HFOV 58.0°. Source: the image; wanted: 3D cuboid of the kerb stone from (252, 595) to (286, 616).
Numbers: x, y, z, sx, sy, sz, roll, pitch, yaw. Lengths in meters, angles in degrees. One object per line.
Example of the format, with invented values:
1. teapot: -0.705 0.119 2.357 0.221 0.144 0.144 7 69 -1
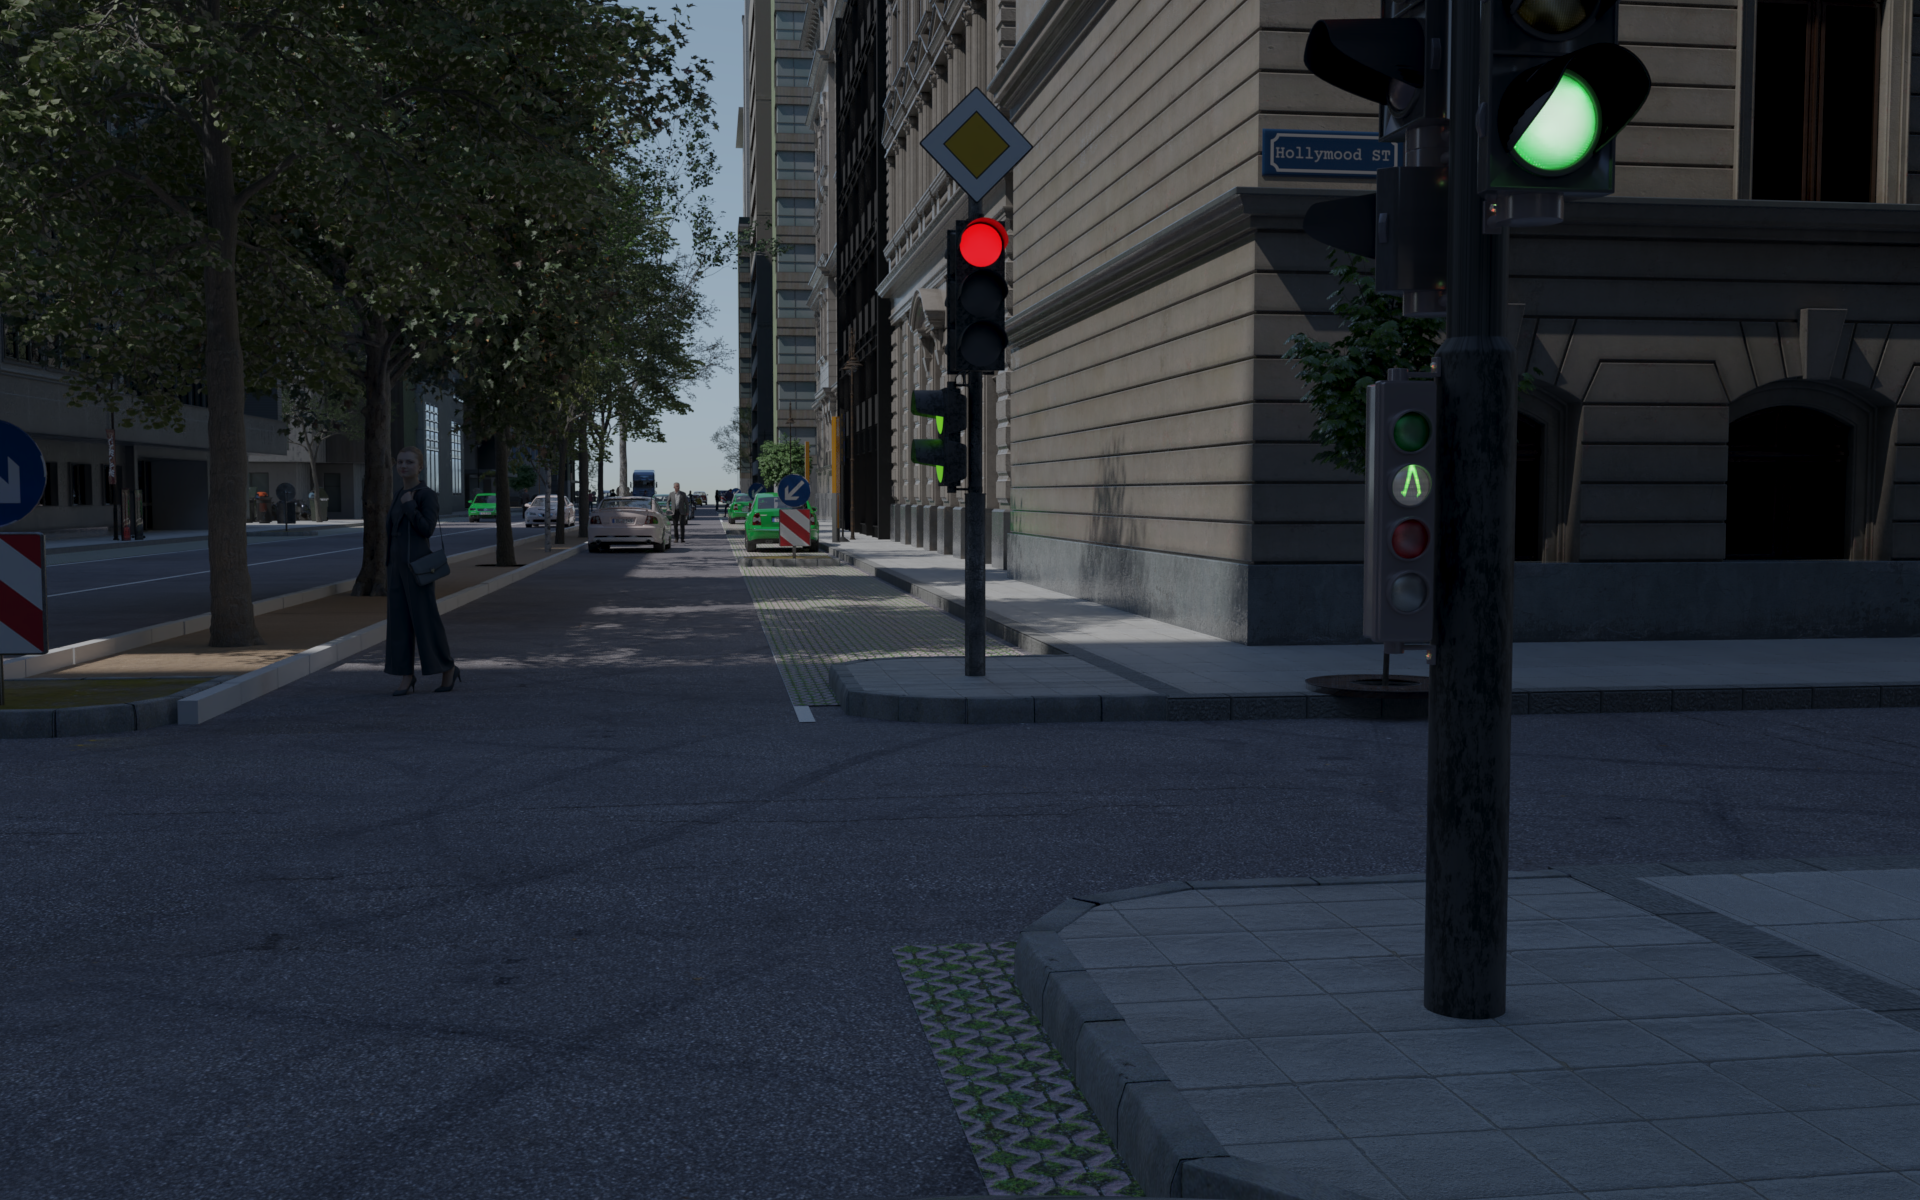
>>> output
1. kerb stone: -8.414 0.072 21.048 0.120 0.150 1.000 -1 4 -8

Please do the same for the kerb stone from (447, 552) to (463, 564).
1. kerb stone: -10.607 -0.862 36.297 0.120 0.150 1.000 -1 4 -8

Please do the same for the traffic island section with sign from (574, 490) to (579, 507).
1. traffic island section with sign: -42.069 -11.135 190.678 1.989 1.847 2.006 -1 4 -8

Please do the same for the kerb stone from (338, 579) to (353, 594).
1. kerb stone: -8.999 -0.178 25.113 0.120 0.150 1.000 -1 4 -8

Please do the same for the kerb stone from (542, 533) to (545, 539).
1. kerb stone: -13.242 -1.978 54.570 0.120 0.150 1.000 -1 4 -8

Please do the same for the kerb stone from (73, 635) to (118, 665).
1. kerb stone: -7.529 0.442 14.962 0.120 0.150 1.000 -1 4 -8

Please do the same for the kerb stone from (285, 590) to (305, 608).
1. kerb stone: -8.557 0.008 22.068 0.120 0.150 1.000 -1 4 -8

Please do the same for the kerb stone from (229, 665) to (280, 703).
1. kerb stone: -5.023 0.607 12.274 0.120 0.150 1.000 -1 4 -8

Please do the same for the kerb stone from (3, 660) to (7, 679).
1. kerb stone: -7.239 0.567 12.931 0.120 0.150 1.000 -1 4 -8

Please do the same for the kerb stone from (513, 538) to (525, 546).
1. kerb stone: -12.365 -1.604 48.486 0.120 0.150 1.000 -1 4 -8

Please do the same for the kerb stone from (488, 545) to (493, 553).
1. kerb stone: -11.349 -1.174 41.383 0.120 0.150 1.000 -1 4 -8

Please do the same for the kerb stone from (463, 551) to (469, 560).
1. kerb stone: -10.757 -0.925 37.315 0.120 0.150 1.000 -1 4 -8

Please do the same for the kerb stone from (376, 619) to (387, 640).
1. kerb stone: -5.756 0.297 17.341 0.120 0.150 1.000 -1 4 -8

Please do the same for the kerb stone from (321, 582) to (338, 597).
1. kerb stone: -8.856 -0.116 24.095 0.120 0.150 1.000 -1 4 -8

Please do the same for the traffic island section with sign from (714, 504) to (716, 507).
1. traffic island section with sign: -18.292 -7.879 137.448 1.989 1.847 2.006 -1 4 -8

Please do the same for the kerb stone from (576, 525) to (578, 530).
1. kerb stone: -15.152 -2.786 67.778 0.120 0.150 1.000 -1 4 -8

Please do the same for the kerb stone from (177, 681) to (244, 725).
1. kerb stone: -4.873 0.670 11.264 0.120 0.150 1.000 -1 4 -8

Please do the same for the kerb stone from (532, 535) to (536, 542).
1. kerb stone: -12.810 -1.794 51.522 0.120 0.150 1.000 -1 4 -8

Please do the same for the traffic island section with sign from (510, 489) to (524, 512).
1. traffic island section with sign: -34.005 -7.721 134.873 1.989 1.847 2.006 -1 4 -8

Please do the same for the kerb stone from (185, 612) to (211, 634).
1. kerb stone: -7.970 0.261 18.007 0.120 0.150 1.000 -1 4 -8

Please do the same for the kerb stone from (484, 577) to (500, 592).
1. kerb stone: -6.921 -0.199 25.448 0.120 0.150 1.000 -1 4 -8

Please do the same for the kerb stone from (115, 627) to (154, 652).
1. kerb stone: -7.680 0.382 15.973 0.120 0.150 1.000 -1 4 -8

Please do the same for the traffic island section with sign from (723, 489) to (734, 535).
1. traffic island section with sign: -7.326 -3.237 61.549 1.989 1.847 2.006 -1 4 -8

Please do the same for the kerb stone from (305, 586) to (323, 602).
1. kerb stone: -8.703 -0.050 23.080 0.120 0.150 1.000 -1 4 -8

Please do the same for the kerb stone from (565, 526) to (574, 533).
1. kerb stone: -14.859 -2.659 65.743 0.120 0.150 1.000 -1 4 -8

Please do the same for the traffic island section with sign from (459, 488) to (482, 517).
1. traffic island section with sign: -30.129 -6.081 108.050 1.989 1.847 2.006 -1 4 -8

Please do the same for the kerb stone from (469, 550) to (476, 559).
1. kerb stone: -10.906 -0.988 38.343 0.120 0.150 1.000 -1 4 -8

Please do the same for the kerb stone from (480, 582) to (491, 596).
1. kerb stone: -6.780 -0.124 24.431 0.120 0.150 1.000 -1 4 -8

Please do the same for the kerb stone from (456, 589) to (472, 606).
1. kerb stone: -6.484 -0.011 22.408 0.120 0.150 1.000 -1 4 -8

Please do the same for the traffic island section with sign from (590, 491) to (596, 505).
1. traffic island section with sign: -45.908 -12.767 217.359 1.989 1.847 2.006 -1 4 -8

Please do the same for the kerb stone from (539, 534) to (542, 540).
1. kerb stone: -13.104 -1.918 53.548 0.120 0.150 1.000 -1 4 -8

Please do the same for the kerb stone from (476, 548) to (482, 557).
1. kerb stone: -11.056 -1.049 39.354 0.120 0.150 1.000 -1 4 -8

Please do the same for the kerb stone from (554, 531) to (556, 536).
1. kerb stone: -13.983 -2.290 59.641 0.120 0.150 1.000 -1 4 -8

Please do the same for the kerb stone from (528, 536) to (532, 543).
1. kerb stone: -12.661 -1.728 50.508 0.120 0.150 1.000 -1 4 -8

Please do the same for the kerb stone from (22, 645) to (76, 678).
1. kerb stone: -7.386 0.505 13.942 0.120 0.150 1.000 -1 4 -8

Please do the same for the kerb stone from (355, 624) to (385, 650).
1. kerb stone: -5.606 0.359 16.327 0.120 0.150 1.000 -1 4 -8

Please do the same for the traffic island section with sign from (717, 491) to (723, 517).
1. traffic island section with sign: -14.375 -6.223 110.378 1.989 1.847 2.006 -1 4 -8

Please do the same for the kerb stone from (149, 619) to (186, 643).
1. kerb stone: -7.828 0.319 16.984 0.120 0.150 1.000 -1 4 -8

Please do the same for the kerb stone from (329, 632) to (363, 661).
1. kerb stone: -5.461 0.421 15.315 0.120 0.150 1.000 -1 4 -8

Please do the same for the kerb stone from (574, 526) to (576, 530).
1. kerb stone: -15.013 -2.723 66.764 0.120 0.150 1.000 -1 4 -8

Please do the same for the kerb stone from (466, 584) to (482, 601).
1. kerb stone: -6.631 -0.075 23.420 0.120 0.150 1.000 -1 4 -8

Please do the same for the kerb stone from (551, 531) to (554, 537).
1. kerb stone: -13.683 -2.166 57.616 0.120 0.150 1.000 -1 4 -8

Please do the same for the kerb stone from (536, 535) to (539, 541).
1. kerb stone: -12.951 -1.856 52.538 0.120 0.150 1.000 -1 4 -8

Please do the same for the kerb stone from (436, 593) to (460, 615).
1. kerb stone: -6.337 0.049 21.388 0.120 0.150 1.000 -1 4 -8

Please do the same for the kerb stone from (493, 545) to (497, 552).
1. kerb stone: -11.493 -1.235 42.395 0.120 0.150 1.000 -1 4 -8

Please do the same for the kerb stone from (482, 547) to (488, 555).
1. kerb stone: -11.199 -1.108 40.373 0.120 0.150 1.000 -1 4 -8

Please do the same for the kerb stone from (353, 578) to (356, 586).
1. kerb stone: -9.152 -0.238 26.130 0.120 0.150 1.000 -1 4 -8

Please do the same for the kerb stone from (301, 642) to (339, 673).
1. kerb stone: -5.316 0.483 14.303 0.120 0.150 1.000 -1 4 -8

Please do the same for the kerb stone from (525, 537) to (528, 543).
1. kerb stone: -12.529 -1.670 49.495 0.120 0.150 1.000 -1 4 -8

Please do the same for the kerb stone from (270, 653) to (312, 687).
1. kerb stone: -5.170 0.545 13.286 0.120 0.150 1.000 -1 4 -8
